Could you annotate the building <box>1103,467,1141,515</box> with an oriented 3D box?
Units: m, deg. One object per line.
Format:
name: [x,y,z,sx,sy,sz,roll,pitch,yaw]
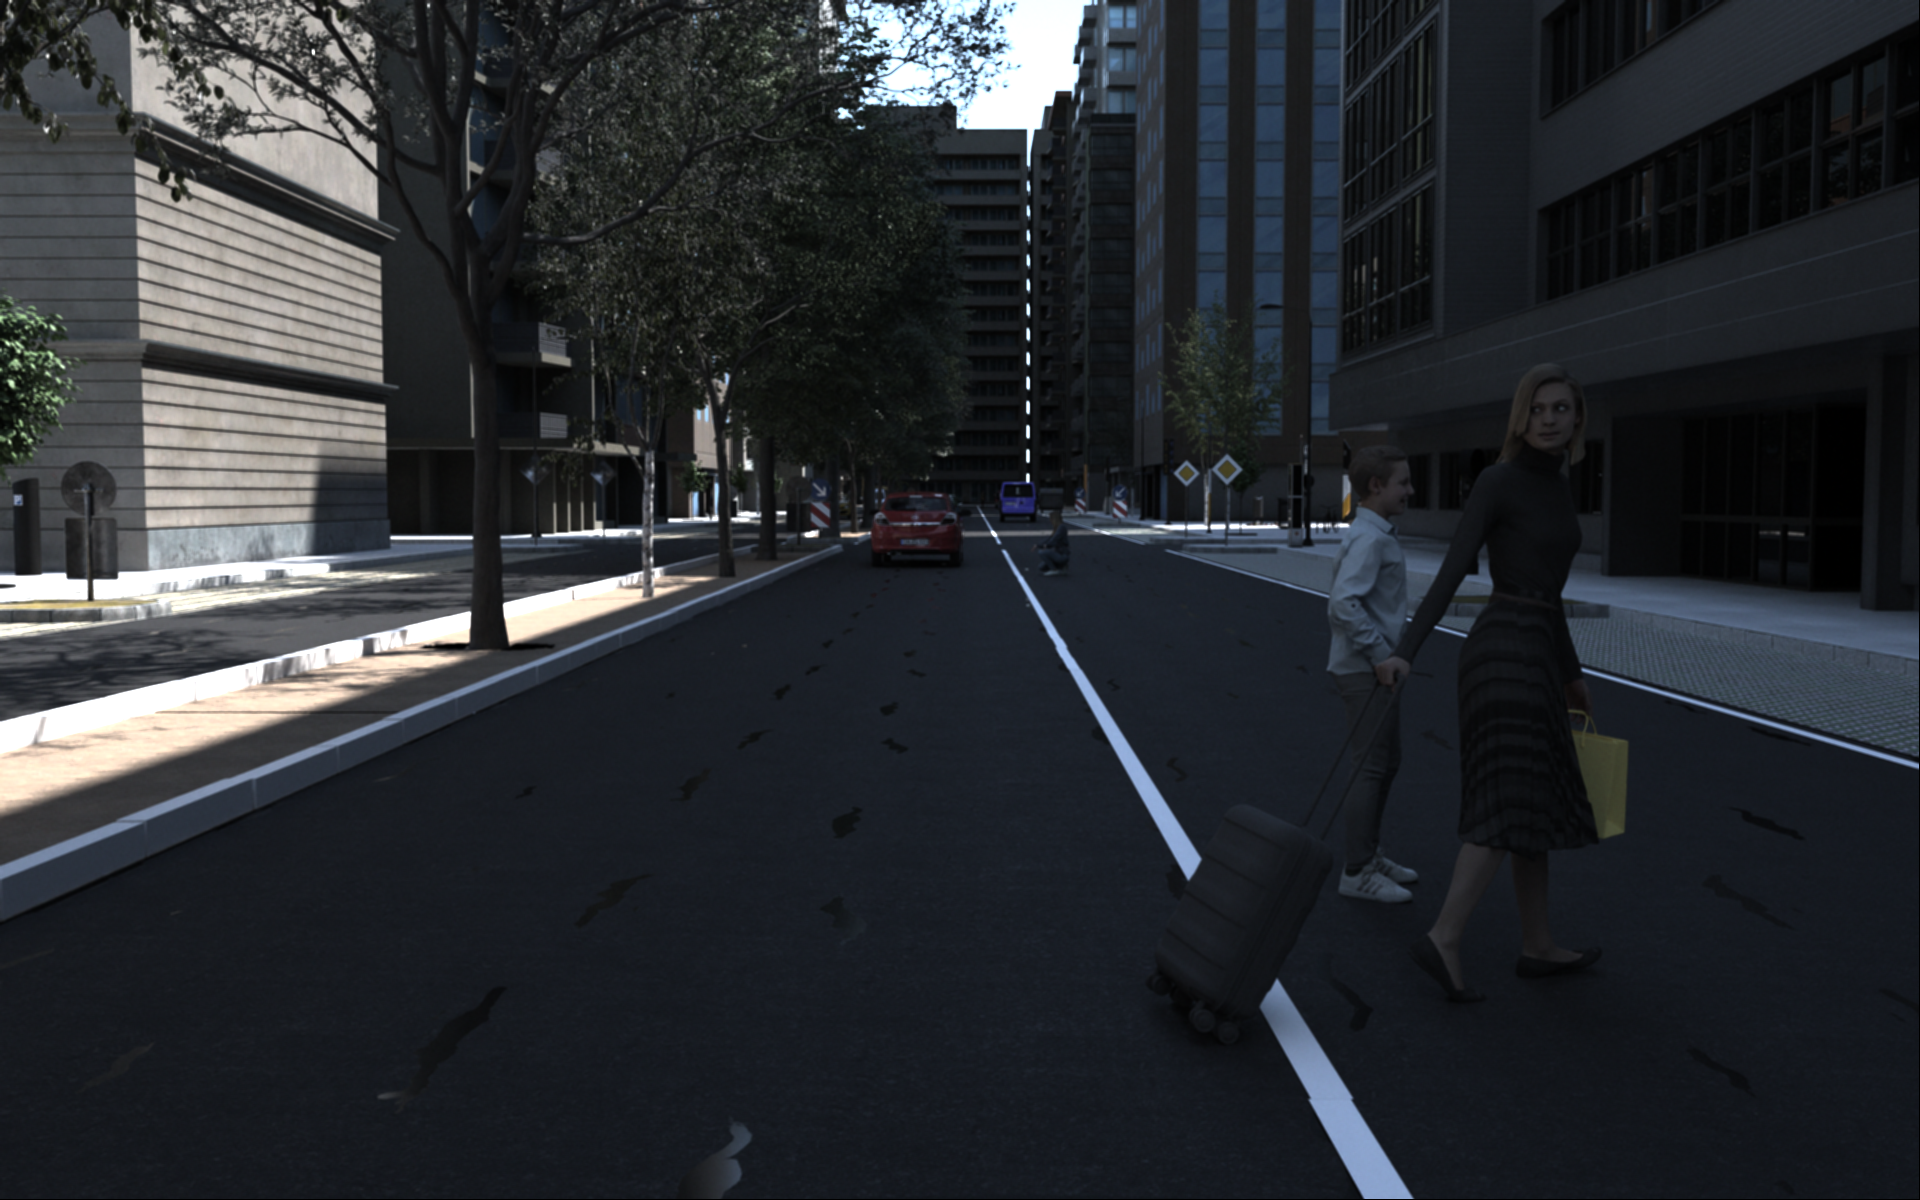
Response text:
building: [26.056,-25.734,112.630,32.217,40.220,23.993,0,4,0]

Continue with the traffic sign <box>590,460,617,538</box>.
traffic sign: [-10.464,-2.888,50.867,0.795,2.450,0.064,0,4,0]

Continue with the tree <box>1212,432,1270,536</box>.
tree: [8.634,-3.634,54.016,1.663,3.219,1.824,0,3,0]

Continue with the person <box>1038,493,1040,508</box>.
person: [7.531,-9.378,161.823,0.705,1.826,1.348,-2,4,-35]

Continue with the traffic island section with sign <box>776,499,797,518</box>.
traffic island section with sign: [-9.853,-5.756,102.738,1.989,1.847,2.006,0,4,0]

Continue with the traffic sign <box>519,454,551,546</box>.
traffic sign: [-10.511,-2.400,42.882,0.795,2.450,0.064,0,4,0]

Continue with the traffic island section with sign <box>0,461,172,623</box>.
traffic island section with sign: [-10.344,-0.698,20.048,1.989,1.847,2.006,0,4,0]

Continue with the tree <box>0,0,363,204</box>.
tree: [-4.291,-3.331,7.285,4.360,8.622,3.978,0,3,0]

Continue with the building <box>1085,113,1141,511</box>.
building: [16.622,-22.204,134.741,14.160,30.474,14.107,0,4,0]

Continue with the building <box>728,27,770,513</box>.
building: [-20.510,-26.572,118.048,14.154,41.232,14.086,0,4,0]

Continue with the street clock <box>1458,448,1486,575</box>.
street clock: [8.133,-1.405,27.547,0.471,2.002,0.358,-3,5,-42]

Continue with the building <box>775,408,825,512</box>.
building: [-25.246,-18.079,140.635,27.650,21.520,28.899,0,4,0]

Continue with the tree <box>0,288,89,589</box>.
tree: [-13.579,-2.431,23.465,4.285,4.588,4.351,0,3,0]

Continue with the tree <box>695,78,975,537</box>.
tree: [-4.088,-8.867,54.089,9.857,13.997,8.962,0,3,0]

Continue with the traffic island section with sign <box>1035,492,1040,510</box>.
traffic island section with sign: [7.430,-10.486,180.081,1.989,1.847,2.006,0,4,0]

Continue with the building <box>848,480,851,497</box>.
building: [-25.272,-32.579,224.546,23.993,40.220,32.217,0,4,0]

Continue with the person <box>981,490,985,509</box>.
person: [2.270,-9.814,169.055,0.705,1.812,1.348,0,4,-3]

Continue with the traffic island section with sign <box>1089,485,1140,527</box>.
traffic island section with sign: [6.813,-4.100,75.663,1.989,1.847,2.006,0,4,0]

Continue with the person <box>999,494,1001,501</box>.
person: [2.801,-6.285,112.104,0.563,1.720,0.643,-1,4,-18]

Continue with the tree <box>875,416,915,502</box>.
tree: [-3.936,-7.781,80.032,4.737,8.622,4.395,0,3,0]

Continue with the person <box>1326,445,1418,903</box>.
person: [1.474,0.253,6.171,0.330,1.601,0.589,2,4,27]

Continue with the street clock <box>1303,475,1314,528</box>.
street clock: [13.105,-3.715,65.306,0.358,2.002,0.471,-2,4,-33]

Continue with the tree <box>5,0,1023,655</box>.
tree: [-4.311,-6.274,15.406,12.009,13.543,11.850,0,3,0]

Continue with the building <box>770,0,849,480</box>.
building: [-25.784,-35.388,167.829,28.713,52.752,27.495,0,4,0]

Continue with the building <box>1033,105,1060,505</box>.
building: [19.425,-36.434,219.399,21.600,48.544,21.300,0,4,0]

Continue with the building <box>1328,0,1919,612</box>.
building: [15.831,-12.704,26.775,14.314,24.678,30.058,0,4,0]

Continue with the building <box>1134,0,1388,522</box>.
building: [16.269,-26.628,85.485,14.600,45.320,14.200,0,4,0]

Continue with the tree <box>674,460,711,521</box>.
tree: [-12.801,-5.410,83.058,1.663,3.219,1.824,0,3,0]

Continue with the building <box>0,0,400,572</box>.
building: [-30.284,-13.189,34.728,34.723,24.649,14.460,0,4,0]

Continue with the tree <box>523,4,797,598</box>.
tree: [-4.306,-4.343,23.824,4.360,8.622,3.978,0,3,0]

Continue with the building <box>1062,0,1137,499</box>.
building: [21.673,-32.858,156.834,23.786,49.044,30.456,0,4,0]

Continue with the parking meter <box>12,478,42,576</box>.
parking meter: [-14.726,-1.158,27.338,0.372,1.533,0.369,0,3,0]

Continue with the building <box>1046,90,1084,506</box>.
building: [20.622,-32.535,186.577,22.147,44.769,28.867,0,4,0]

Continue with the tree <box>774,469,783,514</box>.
tree: [-12.188,-7.226,112.751,1.663,3.219,1.824,0,3,0]

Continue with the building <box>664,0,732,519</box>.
building: [-20.656,-27.261,95.822,14.600,45.320,14.200,0,4,0]

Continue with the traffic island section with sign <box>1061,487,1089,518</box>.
traffic island section with sign: [6.958,-5.749,102.618,1.989,1.847,2.006,0,4,0]

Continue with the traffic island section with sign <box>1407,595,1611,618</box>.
traffic island section with sign: [6.488,-0.746,20.832,1.989,1.847,2.006,0,4,0]

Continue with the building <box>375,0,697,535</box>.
building: [-22.468,-25.183,66.370,22.147,44.769,28.867,0,4,0]

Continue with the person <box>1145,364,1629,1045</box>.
person: [1.268,0.232,4.920,1.509,1.804,0.699,-1,4,-12]

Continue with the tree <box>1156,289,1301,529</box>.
tree: [9.999,-6.884,62.922,4.737,8.622,4.395,0,3,0]

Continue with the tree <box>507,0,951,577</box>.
tree: [-3.981,-5.686,29.832,8.767,10.594,7.601,0,4,0]

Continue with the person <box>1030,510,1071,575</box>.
person: [1.594,-1.015,30.600,0.738,1.151,1.012,0,4,4]

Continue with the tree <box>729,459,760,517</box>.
tree: [-12.210,-6.202,95.998,1.663,3.219,1.824,0,3,0]

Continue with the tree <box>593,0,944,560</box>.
tree: [-4.256,-7.145,37.402,7.486,12.596,7.792,0,3,0]

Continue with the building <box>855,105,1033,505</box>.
building: [-2.310,-36.438,219.460,21.600,48.544,21.300,0,4,0]

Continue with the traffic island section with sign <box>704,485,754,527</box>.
traffic island section with sign: [-10.019,-4.092,75.530,1.989,1.847,2.006,0,4,0]

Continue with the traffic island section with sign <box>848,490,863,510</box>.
traffic island section with sign: [-9.569,-8.856,153.429,1.989,1.847,2.006,0,4,0]

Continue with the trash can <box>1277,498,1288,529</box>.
trash can: [11.989,-3.176,63.586,0.748,1.137,0.748,0,3,0]

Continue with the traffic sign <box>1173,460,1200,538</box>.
traffic sign: [6.629,-2.881,50.747,0.795,2.450,0.064,0,4,0]

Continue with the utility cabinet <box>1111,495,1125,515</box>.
utility cabinet: [9.450,-5.800,103.509,0.318,1.500,1.173,-1,4,-23]

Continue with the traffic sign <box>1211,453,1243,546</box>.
traffic sign: [6.582,-2.393,42.762,0.795,2.450,0.064,0,4,0]

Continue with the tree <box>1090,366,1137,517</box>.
tree: [9.619,-9.070,98.663,4.360,8.622,3.978,0,3,0]

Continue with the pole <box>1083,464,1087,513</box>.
pole: [8.569,-7.628,118.560,0.158,3.312,0.155,0,3,0]

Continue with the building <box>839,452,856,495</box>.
building: [-18.909,-31.288,195.150,14.086,41.232,14.154,0,4,0]
